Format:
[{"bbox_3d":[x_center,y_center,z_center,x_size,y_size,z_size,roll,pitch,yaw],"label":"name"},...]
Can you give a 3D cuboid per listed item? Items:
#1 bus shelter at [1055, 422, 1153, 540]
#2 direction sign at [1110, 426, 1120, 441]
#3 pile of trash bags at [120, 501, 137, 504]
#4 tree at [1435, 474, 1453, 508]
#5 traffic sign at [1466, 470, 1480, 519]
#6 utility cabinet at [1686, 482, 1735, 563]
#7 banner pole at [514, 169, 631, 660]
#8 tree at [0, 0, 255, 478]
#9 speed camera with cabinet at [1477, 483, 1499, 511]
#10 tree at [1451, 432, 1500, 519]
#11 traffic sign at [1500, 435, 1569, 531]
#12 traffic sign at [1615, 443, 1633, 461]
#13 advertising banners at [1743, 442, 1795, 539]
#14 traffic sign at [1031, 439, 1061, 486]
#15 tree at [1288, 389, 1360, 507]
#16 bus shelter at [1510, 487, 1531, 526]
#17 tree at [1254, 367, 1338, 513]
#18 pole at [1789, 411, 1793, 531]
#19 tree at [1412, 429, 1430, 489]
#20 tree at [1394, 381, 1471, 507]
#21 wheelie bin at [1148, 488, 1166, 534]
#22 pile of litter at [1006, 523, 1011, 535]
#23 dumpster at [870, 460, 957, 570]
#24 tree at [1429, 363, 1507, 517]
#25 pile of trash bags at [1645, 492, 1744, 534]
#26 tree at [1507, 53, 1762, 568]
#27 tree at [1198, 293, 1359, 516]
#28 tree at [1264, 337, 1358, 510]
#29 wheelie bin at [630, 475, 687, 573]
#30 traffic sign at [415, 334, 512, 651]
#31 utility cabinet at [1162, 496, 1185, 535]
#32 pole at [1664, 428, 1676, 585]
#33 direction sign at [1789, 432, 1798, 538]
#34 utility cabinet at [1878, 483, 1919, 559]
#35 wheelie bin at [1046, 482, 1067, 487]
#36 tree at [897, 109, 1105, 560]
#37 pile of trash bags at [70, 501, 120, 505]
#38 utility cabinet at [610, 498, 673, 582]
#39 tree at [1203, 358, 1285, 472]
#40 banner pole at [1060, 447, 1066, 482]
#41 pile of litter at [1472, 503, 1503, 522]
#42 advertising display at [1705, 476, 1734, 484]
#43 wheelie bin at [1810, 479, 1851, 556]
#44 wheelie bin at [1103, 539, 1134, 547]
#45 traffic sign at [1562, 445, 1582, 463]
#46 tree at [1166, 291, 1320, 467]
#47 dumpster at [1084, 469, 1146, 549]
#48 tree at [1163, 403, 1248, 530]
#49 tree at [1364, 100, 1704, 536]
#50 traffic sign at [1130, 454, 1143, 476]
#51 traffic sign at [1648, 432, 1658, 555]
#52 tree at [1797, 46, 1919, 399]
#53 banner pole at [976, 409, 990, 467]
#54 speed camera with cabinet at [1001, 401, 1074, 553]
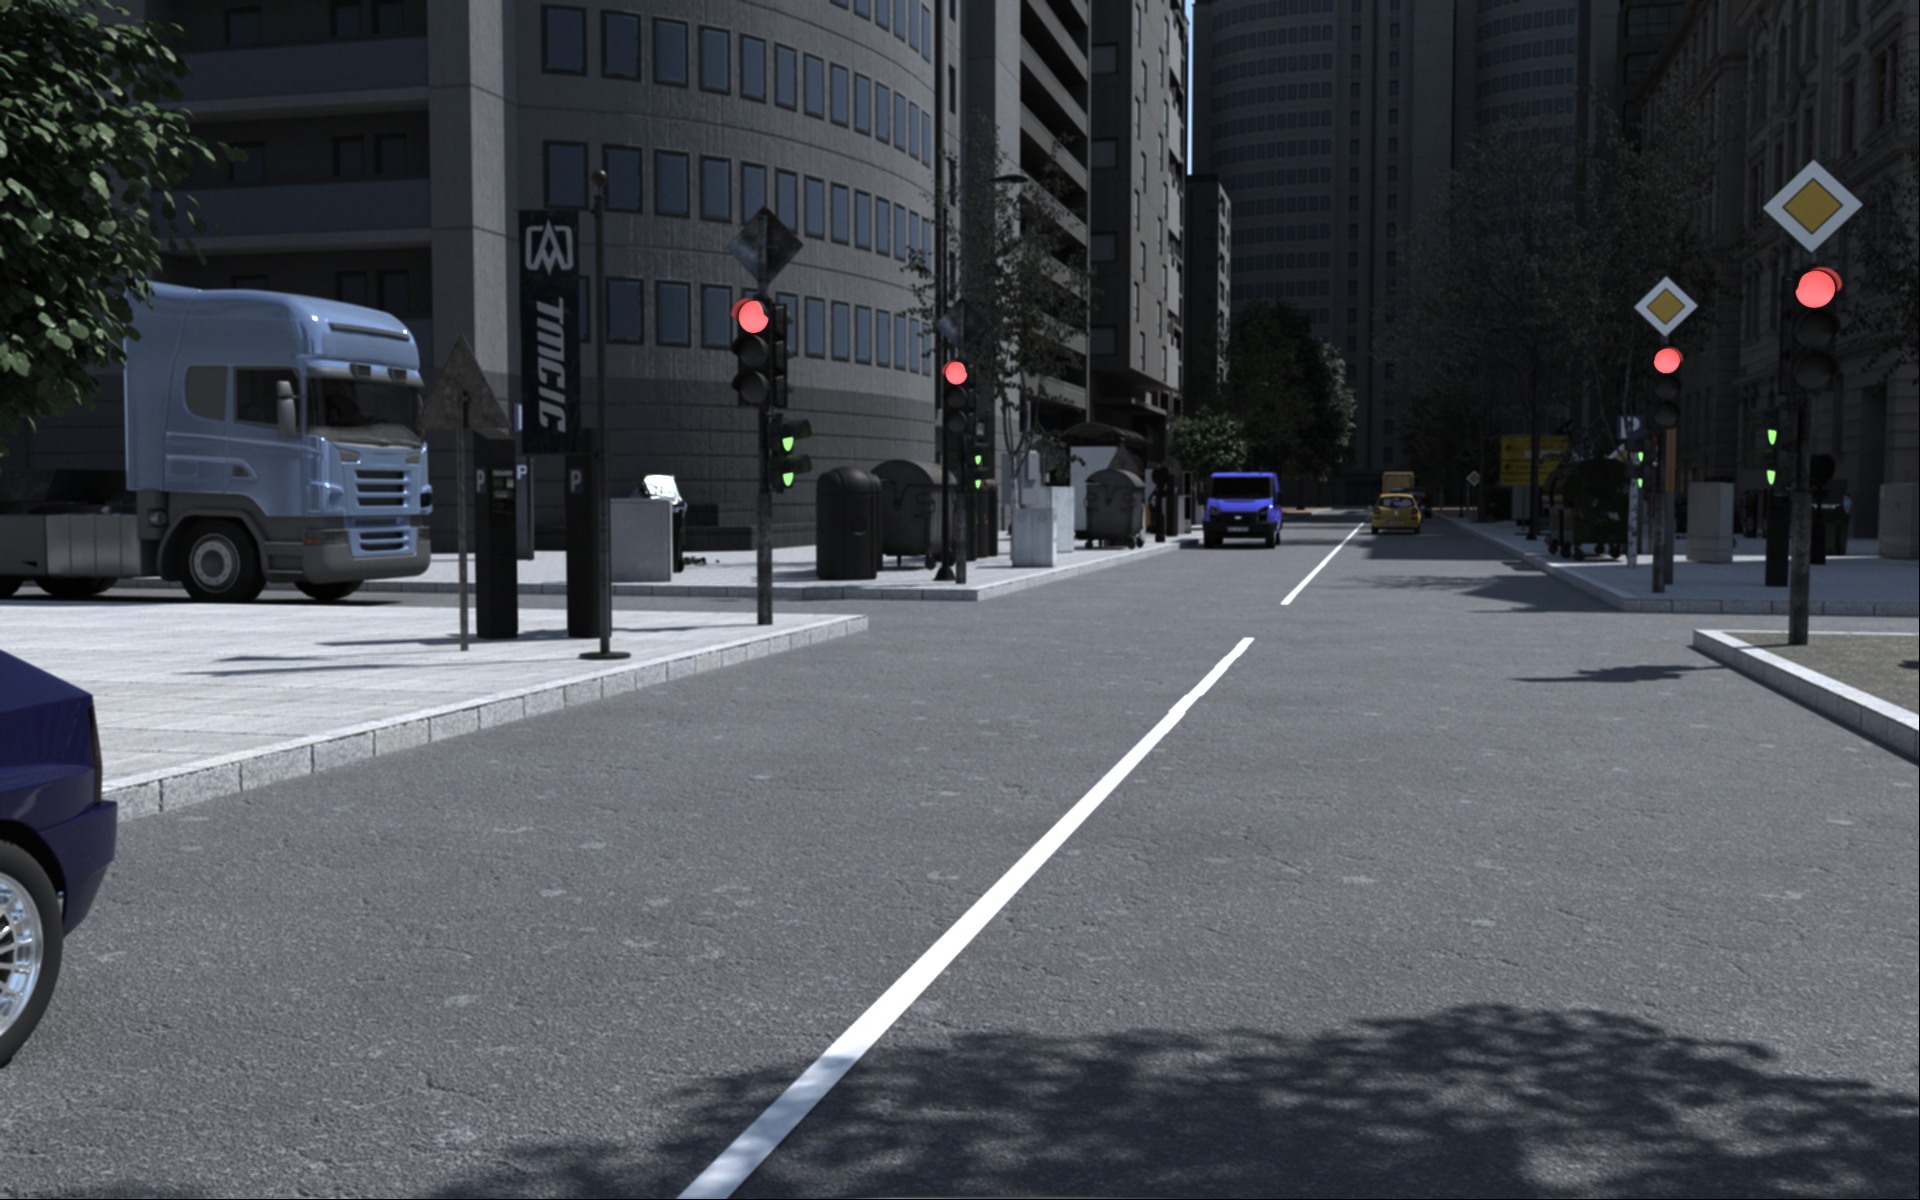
[{"bbox_3d":[4.330,-3.504,51.210,2.014,3.302,5.546,1,4,14],"label":"bus shelter"},{"bbox_3d":[5.165,-4.020,57.726,0.379,3.537,0.876,-1,4,-16],"label":"direction sign"},{"bbox_3d":[-40.835,-4.811,88.404,3.447,1.369,1.912,2,4,29],"label":"pile of trash bags"},{"bbox_3d":[44.540,-10.124,160.126,1.663,3.219,1.824,0,3,0],"label":"tree"},{"bbox_3d":[24.619,-5.002,82.975,0.795,2.450,0.064,1,4,18],"label":"traffic sign"},{"bbox_3d":[14.040,-1.451,32.397,0.318,1.500,1.173,0,4,-4],"label":"utility cabinet"},{"bbox_3d":[-3.015,-1.434,13.471,0.863,3.779,0.401,0,4,0],"label":"banner pole"},{"bbox_3d":[-5.366,-1.525,8.653,4.285,4.588,4.351,0,3,0],"label":"tree"},{"bbox_3d":[29.033,-6.095,93.996,2.038,3.252,0.660,-2,4,-29],"label":"speed camera with cabinet"},{"bbox_3d":[26.907,-6.448,89.131,4.285,4.588,4.351,0,3,0],"label":"tree"},{"bbox_3d":[19.858,-4.041,59.939,2.265,3.308,0.079,1,4,14],"label":"traffic sign"},{"bbox_3d":[14.906,-2.314,39.019,0.795,2.450,0.064,1,4,17],"label":"traffic sign"},{"bbox_3d":[23.255,-3.277,49.768,0.090,3.025,2.074,-1,4,-12],"label":"advertising banners"},{"bbox_3d":[1.932,-2.433,39.889,0.768,2.556,0.104,1,4,16],"label":"traffic sign"},{"bbox_3d":[34.552,-15.211,166.829,7.486,12.596,7.792,0,3,0],"label":"tree"},{"bbox_3d":[22.563,-4.521,67.847,2.014,3.302,5.546,1,4,14],"label":"bus shelter"},{"bbox_3d":[21.886,-11.792,118.557,9.928,11.665,9.643,0,3,0],"label":"tree"},{"bbox_3d":[20.347,-2.984,42.632,0.158,3.312,0.155,0,3,0],"label":"pole"},{"bbox_3d":[39.781,-11.799,143.280,4.360,8.622,3.978,0,3,0],"label":"tree"},{"bbox_3d":[46.566,-15.406,170.016,7.486,12.596,7.792,0,3,0],"label":"tree"},{"bbox_3d":[6.537,-2.967,56.410,0.693,1.594,0.980,1,4,22],"label":"wheelie bin"},{"bbox_3d":[2.219,-2.474,54.422,1.719,0.858,1.176,-1,4,-13],"label":"pile of litter"},{"bbox_3d":[-0.829,-1.483,30.004,1.264,1.857,1.865,1,4,14],"label":"dumpster"},{"bbox_3d":[29.133,-9.047,98.288,4.360,8.622,3.978,0,3,0],"label":"tree"},{"bbox_3d":[24.225,-2.914,57.391,1.912,1.369,3.447,-2,4,-31],"label":"pile of trash bags"},{"bbox_3d":[11.669,-4.864,29.892,4.360,8.622,3.978,0,3,0],"label":"tree"},{"bbox_3d":[17.998,-11.147,99.262,9.611,12.733,9.660,0,3,0],"label":"tree"},{"bbox_3d":[28.018,-14.399,142.073,9.857,13.997,8.962,0,3,0],"label":"tree"},{"bbox_3d":[-4.960,-1.245,28.270,0.980,1.594,0.693,-3,5,-42],"label":"wheelie bin"},{"bbox_3d":[-4.060,-0.863,14.116,0.884,2.594,0.081,1,4,16],"label":"traffic sign"},{"bbox_3d":[6.727,-2.673,54.865,0.306,1.237,1.020,3,5,40],"label":"utility cabinet"},{"bbox_3d":[10.024,-1.876,24.510,0.158,3.312,0.155,0,3,0],"label":"pole"},{"bbox_3d":[24.255,-3.556,50.141,0.379,3.537,0.876,1,4,15],"label":"direction sign"},{"bbox_3d":[18.654,-1.568,34.313,0.318,1.500,1.173,0,4,0],"label":"utility cabinet"},{"bbox_3d":[2.528,-2.312,45.710,0.980,1.594,0.693,0,4,-7],"label":"wheelie bin"},{"bbox_3d":[0.973,-5.065,33.169,4.360,8.622,3.978,0,3,0],"label":"tree"},{"bbox_3d":[-40.953,-4.301,80.079,3.447,1.369,1.912,2,4,29],"label":"pile of trash bags"},{"bbox_3d":[-4.744,-0.872,25.418,1.020,1.237,0.306,0,4,-1],"label":"utility cabinet"},{"bbox_3d":[14.862,-8.538,89.957,4.737,8.622,4.395,0,3,0],"label":"tree"},{"bbox_3d":[4.758,-5.574,81.147,0.863,3.779,0.401,3,5,40],"label":"banner pole"},{"bbox_3d":[24.817,-4.127,81.447,1.176,0.858,1.719,-1,4,-8],"label":"pile of litter"},{"bbox_3d":[27.741,-3.555,63.339,0.974,1.923,0.123,1,4,20],"label":"advertising display"},{"bbox_3d":[18.228,-1.739,36.346,0.980,1.594,0.693,3,5,45],"label":"wheelie bin"},{"bbox_3d":[3.822,-2.110,42.412,0.980,1.594,0.693,-2,4,-25],"label":"wheelie bin"},{"bbox_3d":[15.973,-2.736,44.841,0.768,2.556,0.104,1,4,19],"label":"traffic sign"},{"bbox_3d":[12.954,-8.869,79.422,7.601,10.594,8.767,1,4,9],"label":"tree"},{"bbox_3d":[3.646,-2.148,40.872,1.264,1.857,1.865,1,4,14],"label":"dumpster"},{"bbox_3d":[8.980,-4.844,62.910,4.285,4.588,4.351,0,3,0],"label":"tree"},{"bbox_3d":[17.954,-8.781,53.939,12.009,13.543,11.850,0,3,0],"label":"tree"},{"bbox_3d":[5.485,-3.399,55.688,0.768,2.556,0.104,1,4,20],"label":"traffic sign"},{"bbox_3d":[14.607,-2.238,36.588,0.884,2.594,0.081,1,4,14],"label":"traffic sign"},{"bbox_3d":[15.726,-4.712,27.400,4.360,8.622,3.978,0,3,0],"label":"tree"},{"bbox_3d":[0.679,-3.735,51.077,0.401,3.779,0.863,2,4,35],"label":"banner pole"},{"bbox_3d":[1.695,-2.635,37.413,0.660,3.252,2.038,3,4,37],"label":"speed camera with cabinet"}]
